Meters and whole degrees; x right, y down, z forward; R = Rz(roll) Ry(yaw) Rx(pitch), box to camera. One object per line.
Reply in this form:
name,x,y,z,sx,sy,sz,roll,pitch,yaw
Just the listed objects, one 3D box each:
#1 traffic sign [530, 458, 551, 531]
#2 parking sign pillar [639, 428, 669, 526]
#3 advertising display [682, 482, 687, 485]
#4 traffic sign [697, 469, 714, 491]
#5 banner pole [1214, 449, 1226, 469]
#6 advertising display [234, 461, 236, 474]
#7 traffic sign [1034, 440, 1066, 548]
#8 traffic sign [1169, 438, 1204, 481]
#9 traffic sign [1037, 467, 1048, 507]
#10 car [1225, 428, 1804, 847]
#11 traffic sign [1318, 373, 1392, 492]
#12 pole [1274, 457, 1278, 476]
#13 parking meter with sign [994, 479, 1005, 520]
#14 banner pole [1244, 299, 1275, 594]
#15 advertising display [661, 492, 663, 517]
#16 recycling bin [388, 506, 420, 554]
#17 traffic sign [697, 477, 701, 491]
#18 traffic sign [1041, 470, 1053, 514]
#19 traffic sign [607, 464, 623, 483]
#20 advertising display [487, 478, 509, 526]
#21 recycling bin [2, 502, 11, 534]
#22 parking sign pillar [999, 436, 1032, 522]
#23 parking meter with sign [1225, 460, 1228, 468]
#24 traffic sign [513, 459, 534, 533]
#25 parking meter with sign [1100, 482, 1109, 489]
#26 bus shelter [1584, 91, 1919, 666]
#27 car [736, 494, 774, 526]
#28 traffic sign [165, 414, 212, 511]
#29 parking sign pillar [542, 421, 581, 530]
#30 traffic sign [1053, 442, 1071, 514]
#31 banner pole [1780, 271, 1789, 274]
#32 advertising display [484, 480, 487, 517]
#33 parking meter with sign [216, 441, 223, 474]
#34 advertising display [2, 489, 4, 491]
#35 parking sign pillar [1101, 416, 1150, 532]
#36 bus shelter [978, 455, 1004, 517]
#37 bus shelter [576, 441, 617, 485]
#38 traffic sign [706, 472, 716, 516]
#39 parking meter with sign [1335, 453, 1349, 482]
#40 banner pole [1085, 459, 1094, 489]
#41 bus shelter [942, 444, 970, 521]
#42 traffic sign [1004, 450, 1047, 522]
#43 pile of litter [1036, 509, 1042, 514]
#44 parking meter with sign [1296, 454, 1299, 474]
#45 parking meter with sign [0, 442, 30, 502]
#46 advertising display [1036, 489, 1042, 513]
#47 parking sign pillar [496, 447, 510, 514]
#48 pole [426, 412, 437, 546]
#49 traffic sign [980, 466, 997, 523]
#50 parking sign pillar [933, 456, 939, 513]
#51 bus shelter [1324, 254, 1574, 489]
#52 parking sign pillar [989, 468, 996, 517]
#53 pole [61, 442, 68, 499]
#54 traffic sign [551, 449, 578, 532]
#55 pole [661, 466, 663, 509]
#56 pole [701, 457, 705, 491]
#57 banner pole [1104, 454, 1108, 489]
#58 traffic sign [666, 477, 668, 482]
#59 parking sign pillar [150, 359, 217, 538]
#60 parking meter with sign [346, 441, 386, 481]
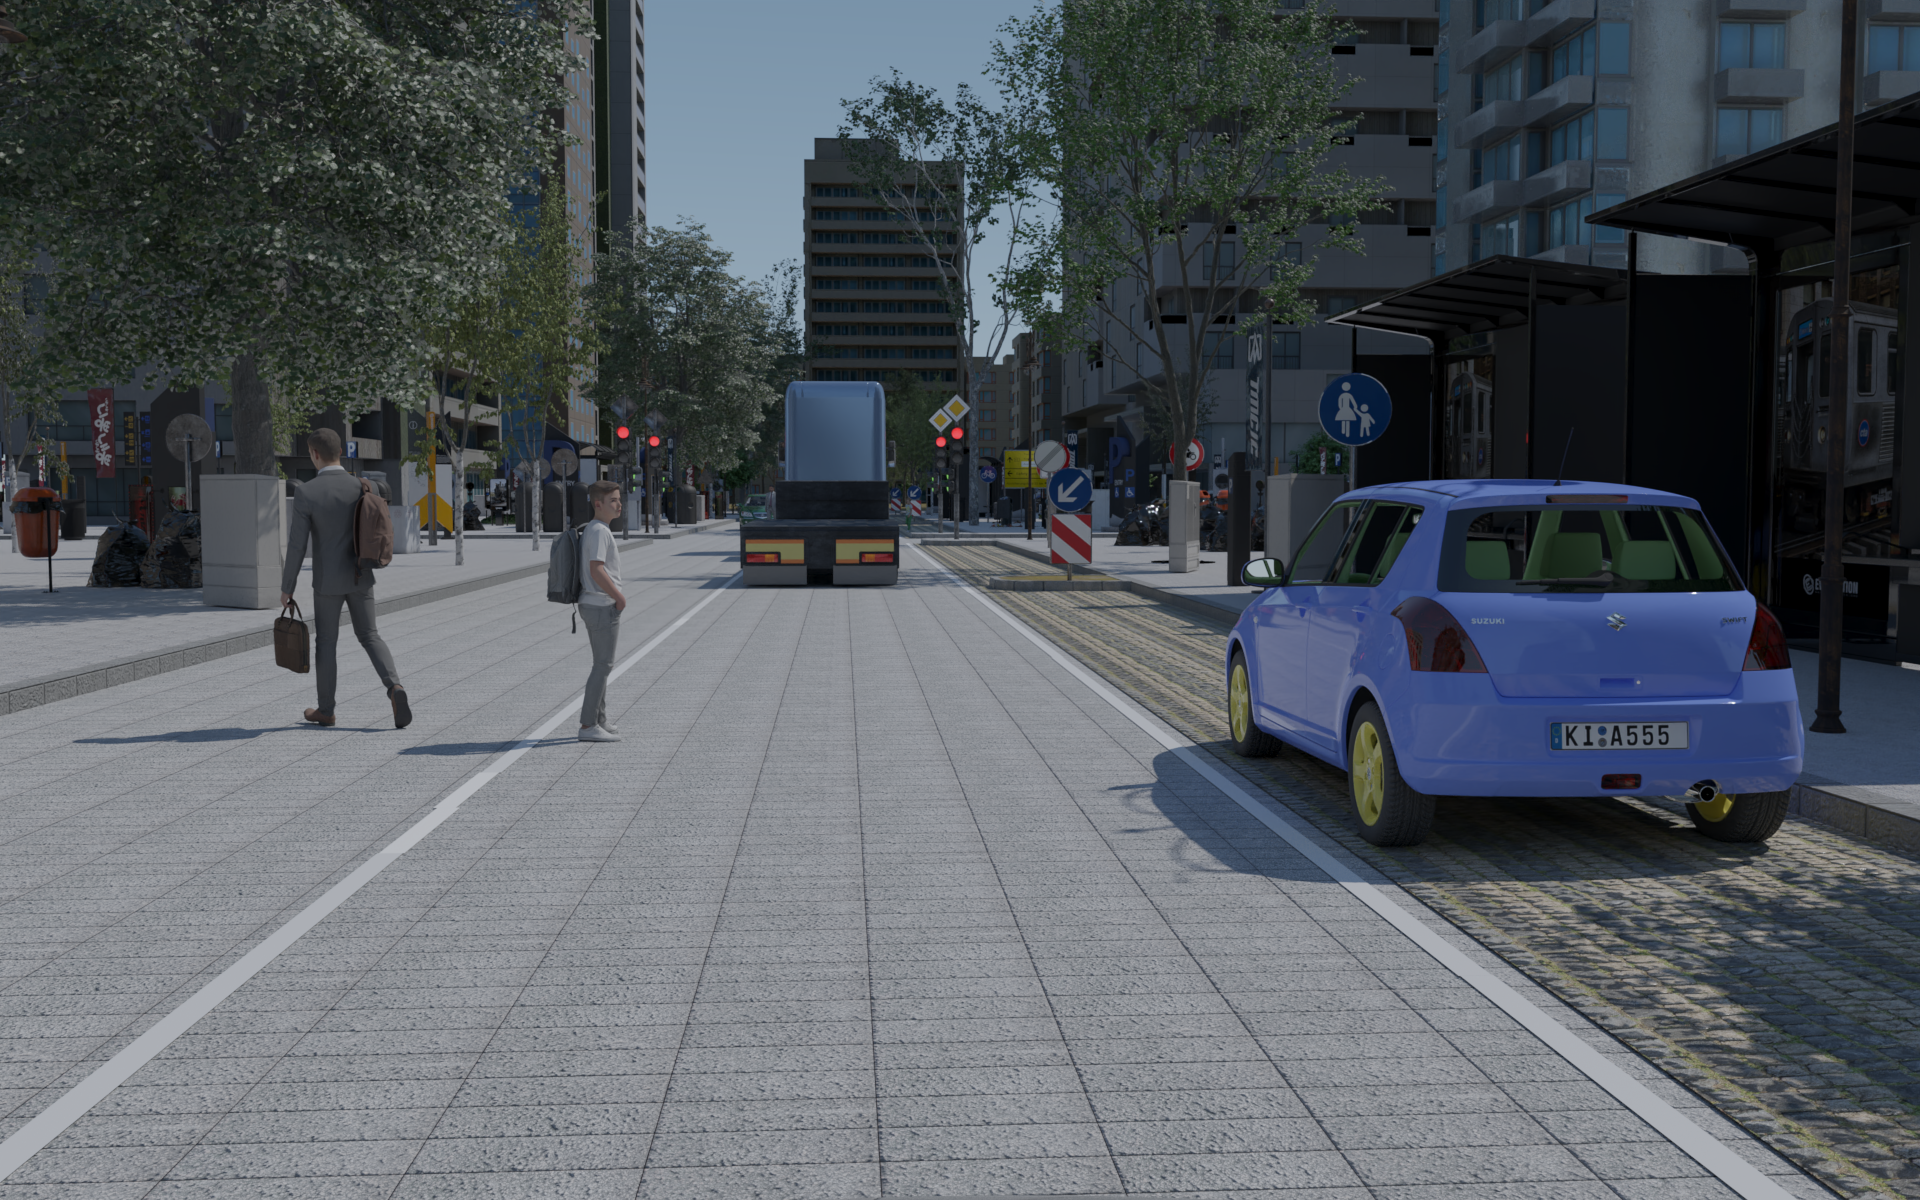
traffic sign,-14.754,-3.713,60.817,0.768,2.556,0.104,0,4,-3
parking sign pillar,-12.633,-5.023,70.592,1.447,3.967,1.447,1,4,14
advertising display,-15.071,-5.458,94.459,0.974,1.923,0.123,0,4,-6
traffic sign,-12.911,-5.366,87.738,0.884,2.594,0.081,0,4,-2
banner pole,14.445,-6.487,96.073,0.863,3.779,0.401,2,4,31
advertising display,-13.538,-1.710,33.171,0.123,1.923,0.974,1,4,12
traffic sign,2.127,-2.511,41.164,0.768,2.556,0.104,0,4,-2
traffic sign,4.994,-2.333,38.245,0.768,2.556,0.104,0,4,1
traffic sign,2.962,-3.566,58.411,0.768,2.556,0.104,0,4,1
car,2.402,0.075,8.357,1.945,1.707,3.694,0,4,-4
traffic sign,4.157,-1.114,18.320,0.768,2.556,0.104,0,4,4
pole,17.448,-6.224,95.604,0.158,3.312,0.155,0,3,0
parking meter with sign,2.551,-5.514,86.417,1.738,3.016,0.543,1,4,19
banner pole,3.896,-1.988,22.514,0.401,3.779,0.863,-1,4,-17
advertising display,-17.286,-5.688,98.209,0.974,1.923,0.123,-3,4,-37
recycling bin,-12.130,-1.517,37.359,0.722,1.027,0.722,0,4,8
traffic sign,-19.367,-7.913,129.480,0.768,2.556,0.104,0,4,5
traffic sign,2.390,-2.625,45.051,0.606,2.300,0.079,0,4,5
traffic sign,-11.789,-3.505,59.428,0.606,2.300,0.079,0,4,2
advertising display,-18.634,-3.966,70.059,0.974,1.923,0.123,2,4,31
recycling bin,-30.364,-2.653,55.930,0.722,1.027,0.722,0,4,7
parking sign pillar,2.787,-5.643,80.742,1.447,3.967,1.447,2,4,27
parking meter with sign,13.597,-5.670,88.963,0.543,3.016,1.738,-1,4,-12
traffic sign,-14.327,-3.413,56.987,0.795,2.450,0.064,0,4,6
parking meter with sign,9.642,-7.243,114.679,1.738,3.016,0.543,1,4,10
bus shelter,6.346,-1.253,11.768,1.731,3.624,6.357,0,4,-4
car,-7.785,-3.476,68.631,2.131,1.459,4.920,0,4,-5
traffic sign,-12.249,-1.676,27.503,0.768,2.556,0.104,0,4,4
parking sign pillar,-14.401,-4.533,62.585,1.447,3.967,1.447,0,4,-2
traffic sign,2.305,-2.573,42.171,0.768,2.556,0.104,0,4,-3
banner pole,8.200,-1.676,17.419,0.401,3.779,0.863,1,4,14
advertising display,-21.549,-4.586,80.190,0.974,1.923,0.123,-3,5,-45
parking meter with sign,-24.892,-3.667,56.219,1.738,3.016,0.543,-3,4,-39
advertising display,-70.291,-7.464,127.246,0.123,1.923,0.974,-2,4,-32
parking sign pillar,5.518,-4.304,58.847,1.447,3.967,1.447,-1,4,-18
bus shelter,1.197,-6.084,93.405,2.014,3.302,5.546,0,4,-4
bus shelter,-14.709,-4.550,68.319,2.014,3.302,5.546,0,4,-4
traffic sign,-14.595,-6.159,100.812,0.768,2.556,0.104,0,3,0
parking meter with sign,16.894,-4.742,73.798,1.738,3.016,0.543,-1,4,-11
banner pole,9.160,-8.153,123.320,0.863,3.779,0.401,0,4,6
bus shelter,-0.200,-5.681,84.162,1.731,3.624,6.357,0,4,-4
traffic sign,3.151,-5.246,79.648,2.265,3.308,0.079,0,4,-1
pile of litter,5.745,-6.077,113.321,1.719,0.858,1.176,0,4,2
parking meter with sign,15.657,-4.885,76.133,1.738,3.016,0.543,1,4,15
parking meter with sign,-31.901,-3.817,58.662,0.543,3.016,1.738,1,4,19
advertising display,5.255,-6.931,118.534,0.123,1.923,0.974,-3,4,-39
parking sign pillar,-24.252,-6.331,91.992,1.447,3.967,1.447,0,4,-1
pole,-13.108,-3.005,42.976,0.158,3.312,0.155,0,3,0
traffic sign,1.264,-4.749,77.748,0.768,2.556,0.104,0,4,2
parking sign pillar,-1.542,-7.898,117.606,1.447,3.967,1.447,1,4,8
bus shelter,5.907,-1.765,20.144,1.731,3.624,6.357,0,4,-4
parking sign pillar,2.251,-6.682,97.721,1.447,3.967,1.447,1,4,16
pole,-34.904,-4.506,67.517,0.158,3.312,0.155,0,3,0
traffic sign,-11.074,-2.958,48.473,0.768,2.556,0.104,0,4,5
pole,-17.117,-6.441,99.152,0.158,3.312,0.155,0,3,0
pole,-13.977,-6.137,94.184,0.158,3.312,0.155,0,3,0
banner pole,9.057,-7.181,107.427,0.401,3.779,0.863,1,4,22
traffic sign,-17.376,-6.384,104.480,0.768,2.556,0.104,0,4,1
parking sign pillar,-15.650,-2.842,34.934,1.447,3.967,1.447,1,4,21
parking meter with sign,-19.608,-3.778,58.036,0.543,3.016,1.738,3,4,37
